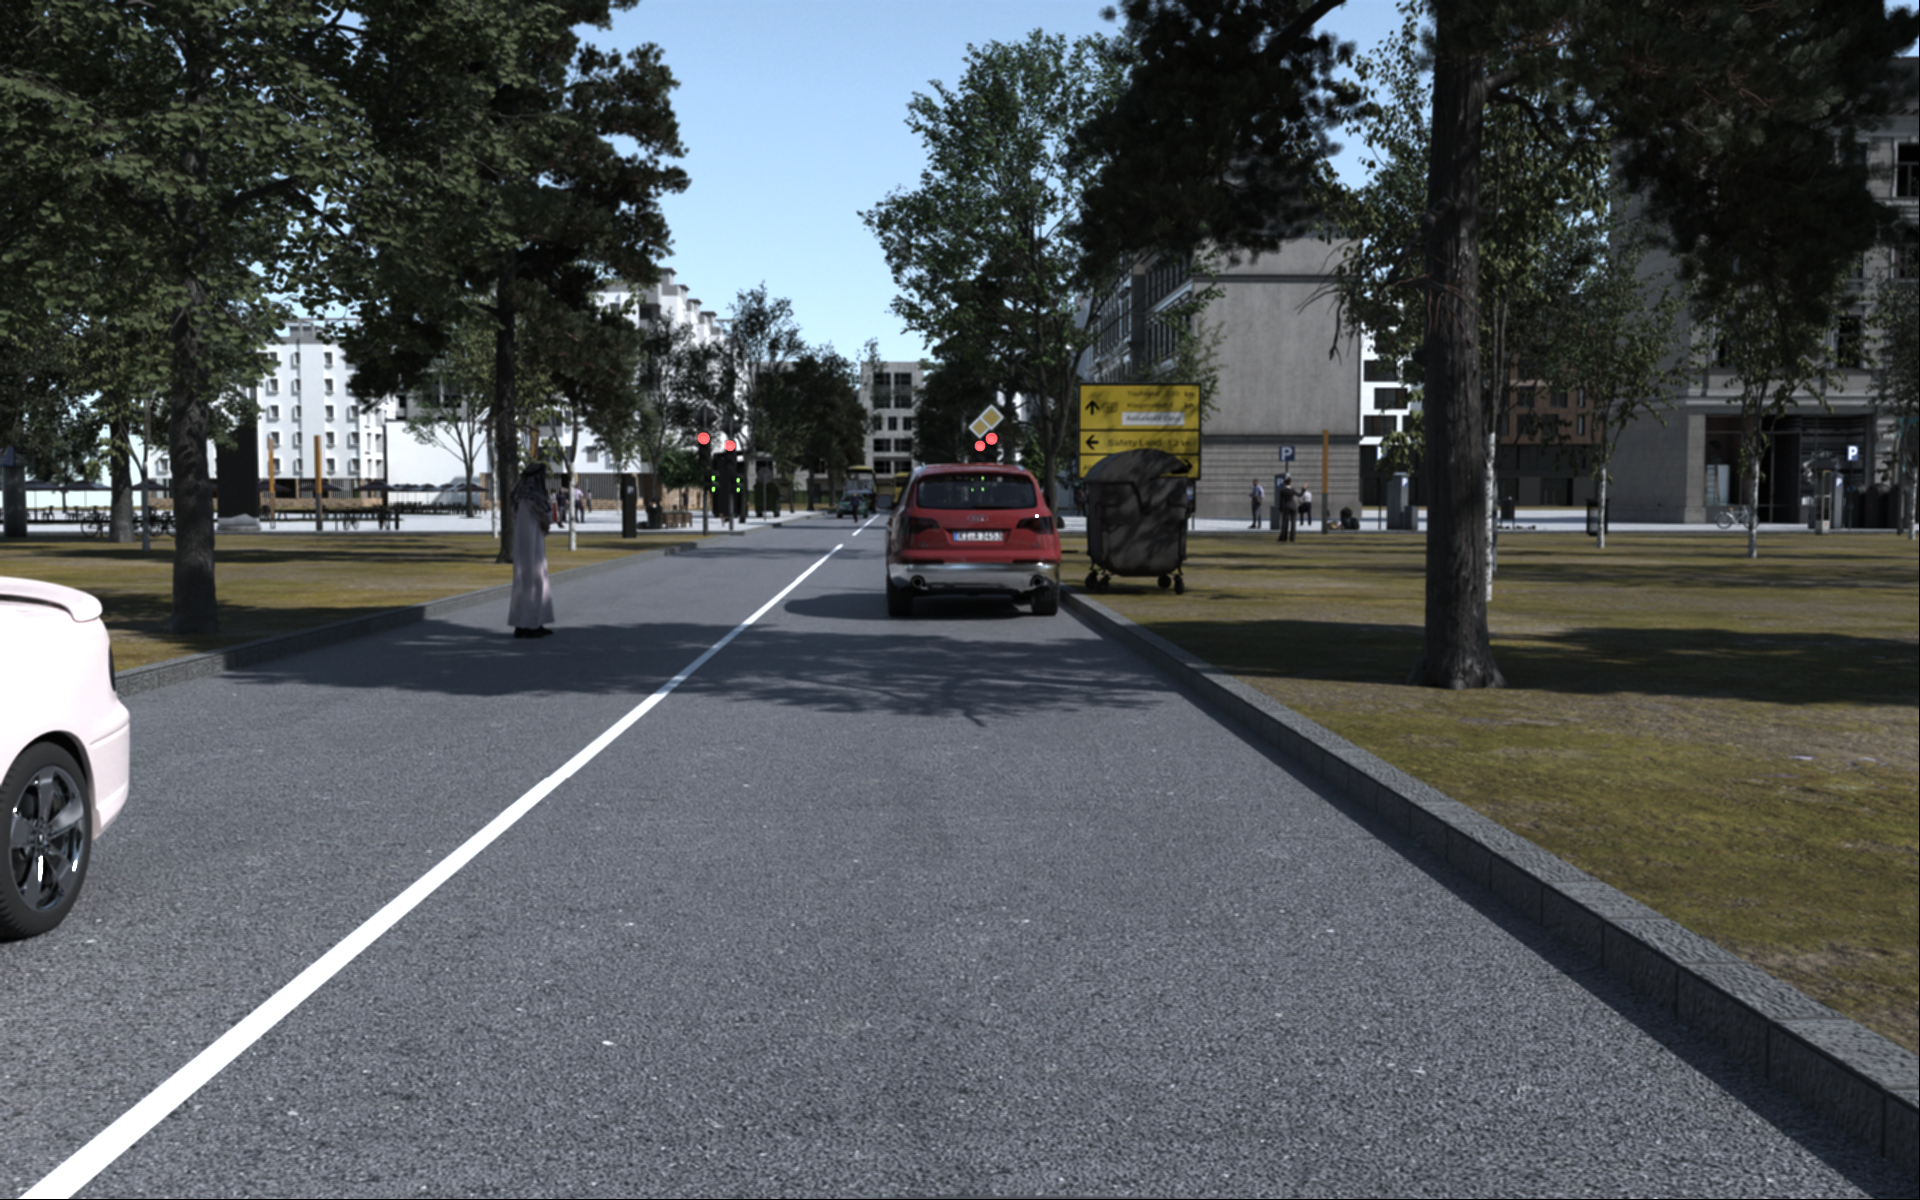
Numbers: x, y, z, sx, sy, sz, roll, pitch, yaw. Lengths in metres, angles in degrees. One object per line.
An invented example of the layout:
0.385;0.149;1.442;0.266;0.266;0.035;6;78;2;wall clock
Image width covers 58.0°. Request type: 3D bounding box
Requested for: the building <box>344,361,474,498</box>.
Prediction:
-73.246;-22.736;238.194;31.486;18.905;16.747;0;4;-2;building

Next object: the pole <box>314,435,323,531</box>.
-22.351;-4.067;60.333;0.158;3.312;0.155;0;3;0;pole

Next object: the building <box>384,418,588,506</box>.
-49.551;-15.536;196.159;28.070;9.664;9.099;0;4;-2;building

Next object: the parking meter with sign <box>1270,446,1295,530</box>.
11.548;-4.034;62.215;0.543;3.016;1.738;1;4;23;parking meter with sign

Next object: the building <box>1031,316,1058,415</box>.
16.329;-20.132;185.578;16.016;20.091;11.380;0;4;-2;building

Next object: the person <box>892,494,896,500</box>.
-6.049;-8.712;154.123;0.628;1.438;0.799;0;4;3;person

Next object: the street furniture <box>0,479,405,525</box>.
-38.801;-4.330;75.822;27.439;1.986;14.083;-1;4;-16;street furniture

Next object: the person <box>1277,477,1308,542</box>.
8.982;-2.443;46.787;0.742;1.727;0.445;-1;4;-16;person

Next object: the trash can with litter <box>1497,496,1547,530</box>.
20.200;-3.172;62.919;1.678;1.210;2.233;-3;5;-44;trash can with litter

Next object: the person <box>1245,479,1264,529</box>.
10.892;-3.568;64.249;0.599;1.838;0.709;-2;4;-33;person

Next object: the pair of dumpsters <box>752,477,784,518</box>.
-10.552;-5.670;95.201;1.574;2.255;4.436;0;4;-2;pair of dumpsters

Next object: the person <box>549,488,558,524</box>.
-17.655;-4.078;75.180;0.387;1.526;0.523;-2;4;-23;person

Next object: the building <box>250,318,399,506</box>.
-69.482;-20.525;192.005;11.380;20.091;16.016;0;4;-2;building

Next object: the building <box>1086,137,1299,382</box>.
16.365;-19.992;124.134;12.463;27.353;25.104;0;4;-2;building

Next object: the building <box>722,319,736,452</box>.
-31.808;-19.587;176.667;16.016;20.091;11.380;0;4;-2;building

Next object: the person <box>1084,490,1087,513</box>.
8.795;-6.952;119.581;0.709;1.838;0.599;2;4;32;person

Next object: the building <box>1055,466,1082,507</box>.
13.843;-13.688;165.944;9.099;9.664;28.070;0;4;-2;building

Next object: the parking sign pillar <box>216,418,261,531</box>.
-25.198;-4.400;60.411;1.447;3.967;1.447;-1;4;-10;parking sign pillar

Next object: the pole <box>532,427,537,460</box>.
-12.896;-3.590;52.538;0.158;3.312;0.155;0;3;0;pole

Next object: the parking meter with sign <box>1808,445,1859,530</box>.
31.682;-4.080;62.965;0.543;3.016;1.738;-1;4;-22;parking meter with sign

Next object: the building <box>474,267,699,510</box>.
-30.444;-17.480;142.213;16.016;20.091;11.380;0;4;-2;building

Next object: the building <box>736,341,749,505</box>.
-29.730;-20.599;193.214;11.380;20.091;16.016;0;4;-2;building

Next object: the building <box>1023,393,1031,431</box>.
15.815;-20.826;196.925;16.016;20.091;11.380;0;4;-2;building

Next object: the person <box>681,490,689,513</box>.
-17.882;-6.431;112.655;0.415;1.643;0.593;2;4;28;person

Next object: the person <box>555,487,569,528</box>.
-15.070;-3.509;65.620;0.569;1.553;0.471;-2;4;-24;person

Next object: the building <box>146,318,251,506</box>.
-81.274;-20.510;191.764;11.380;20.091;16.016;0;4;-2;building

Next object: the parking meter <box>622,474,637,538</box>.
-9.636;-2.741;50.528;0.399;1.863;0.255;-2;4;-30;parking meter

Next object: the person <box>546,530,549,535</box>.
-13.599;-2.863;55.837;0.750;1.759;0.617;0;4;8;person

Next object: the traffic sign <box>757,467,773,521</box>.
-9.349;-5.067;82.947;0.768;2.556;0.104;0;4;-1;traffic sign

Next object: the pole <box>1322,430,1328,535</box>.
11.552;-3.729;54.814;0.158;3.312;0.155;0;3;0;pole

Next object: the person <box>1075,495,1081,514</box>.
7.438;-6.133;108.863;0.480;1.512;0.613;0;4;3;person

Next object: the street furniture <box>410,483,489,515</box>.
-40.769;-6.716;114.836;14.083;1.986;27.439;-2;4;-32;street furniture

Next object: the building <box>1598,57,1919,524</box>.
32.058;-13.863;77.566;40.483;20.767;10.553;0;4;-2;building

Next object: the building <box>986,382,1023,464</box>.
8.077;-23.442;239.699;11.380;20.091;16.016;0;4;-2;building

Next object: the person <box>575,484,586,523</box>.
-16.810;-4.240;76.298;0.756;1.711;0.436;2;4;35;person

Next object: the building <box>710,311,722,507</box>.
-31.706;-18.892;165.303;16.016;20.091;11.380;0;4;-2;building

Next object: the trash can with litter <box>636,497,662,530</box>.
-11.204;-3.104;62.137;1.055;1.170;0.624;2;4;26;trash can with litter

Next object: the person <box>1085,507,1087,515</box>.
5.030;-3.487;65.261;0.590;1.554;0.614;2;4;33;person

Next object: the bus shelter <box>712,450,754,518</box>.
-12.479;-6.375;95.513;1.731;3.624;6.357;0;4;-2;bus shelter

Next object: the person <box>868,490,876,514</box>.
-6.442;-7.224;127.053;0.568;1.767;0.683;0;4;3;person

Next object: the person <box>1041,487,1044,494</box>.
3.330;-3.857;68.971;0.709;1.838;0.599;1;4;18;person

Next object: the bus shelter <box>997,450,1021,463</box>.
2.895;-5.297;80.524;2.014;3.302;5.546;0;4;-2;bus shelter

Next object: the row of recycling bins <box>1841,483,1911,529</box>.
33.706;-3.504;64.405;1.069;1.692;3.534;-2;4;-28;row of recycling bins

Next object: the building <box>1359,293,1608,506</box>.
55.353;-21.170;190.099;32.646;21.610;27.936;0;4;-2;building

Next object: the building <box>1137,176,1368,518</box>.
16.784;-14.532;102.233;10.561;19.102;19.286;0;4;-2;building

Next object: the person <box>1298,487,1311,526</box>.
14.059;-3.818;70.685;0.614;1.554;0.590;-1;4;-19;person

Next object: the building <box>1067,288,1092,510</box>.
17.578;-17.679;145.473;16.016;20.091;11.380;0;4;-2;building

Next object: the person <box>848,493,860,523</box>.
-5.344;-4.628;86.864;0.600;1.496;0.574;-1;4;-19;person

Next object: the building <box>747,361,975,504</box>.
-13.496;-22.805;239.322;31.486;18.905;16.747;0;4;-2;building

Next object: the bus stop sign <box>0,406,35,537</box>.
-28.210;-3.829;51.614;0.837;3.901;0.837;1;4;13;bus stop sign

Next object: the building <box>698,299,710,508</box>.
-31.174;-18.198;153.956;16.016;20.091;11.380;0;4;-2;building

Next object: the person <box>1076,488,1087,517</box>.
6.811;-5.481;97.129;0.593;1.643;0.415;-1;4;-17;person

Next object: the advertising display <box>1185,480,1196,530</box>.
8.038;-3.500;62.434;0.974;1.923;0.123;3;4;37;advertising display

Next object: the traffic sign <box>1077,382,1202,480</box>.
3.271;-2.310;31.647;2.265;3.308;0.079;0;3;0;traffic sign

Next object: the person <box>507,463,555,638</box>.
-4.265;-0.500;17.337;0.551;1.740;0.621;3;5;43;person

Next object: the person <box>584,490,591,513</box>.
-25.603;-6.815;119.432;0.435;1.587;0.963;0;4;3;person

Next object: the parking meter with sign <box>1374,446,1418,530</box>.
15.608;-4.007;61.780;0.543;3.016;1.738;-2;4;-33;parking meter with sign
